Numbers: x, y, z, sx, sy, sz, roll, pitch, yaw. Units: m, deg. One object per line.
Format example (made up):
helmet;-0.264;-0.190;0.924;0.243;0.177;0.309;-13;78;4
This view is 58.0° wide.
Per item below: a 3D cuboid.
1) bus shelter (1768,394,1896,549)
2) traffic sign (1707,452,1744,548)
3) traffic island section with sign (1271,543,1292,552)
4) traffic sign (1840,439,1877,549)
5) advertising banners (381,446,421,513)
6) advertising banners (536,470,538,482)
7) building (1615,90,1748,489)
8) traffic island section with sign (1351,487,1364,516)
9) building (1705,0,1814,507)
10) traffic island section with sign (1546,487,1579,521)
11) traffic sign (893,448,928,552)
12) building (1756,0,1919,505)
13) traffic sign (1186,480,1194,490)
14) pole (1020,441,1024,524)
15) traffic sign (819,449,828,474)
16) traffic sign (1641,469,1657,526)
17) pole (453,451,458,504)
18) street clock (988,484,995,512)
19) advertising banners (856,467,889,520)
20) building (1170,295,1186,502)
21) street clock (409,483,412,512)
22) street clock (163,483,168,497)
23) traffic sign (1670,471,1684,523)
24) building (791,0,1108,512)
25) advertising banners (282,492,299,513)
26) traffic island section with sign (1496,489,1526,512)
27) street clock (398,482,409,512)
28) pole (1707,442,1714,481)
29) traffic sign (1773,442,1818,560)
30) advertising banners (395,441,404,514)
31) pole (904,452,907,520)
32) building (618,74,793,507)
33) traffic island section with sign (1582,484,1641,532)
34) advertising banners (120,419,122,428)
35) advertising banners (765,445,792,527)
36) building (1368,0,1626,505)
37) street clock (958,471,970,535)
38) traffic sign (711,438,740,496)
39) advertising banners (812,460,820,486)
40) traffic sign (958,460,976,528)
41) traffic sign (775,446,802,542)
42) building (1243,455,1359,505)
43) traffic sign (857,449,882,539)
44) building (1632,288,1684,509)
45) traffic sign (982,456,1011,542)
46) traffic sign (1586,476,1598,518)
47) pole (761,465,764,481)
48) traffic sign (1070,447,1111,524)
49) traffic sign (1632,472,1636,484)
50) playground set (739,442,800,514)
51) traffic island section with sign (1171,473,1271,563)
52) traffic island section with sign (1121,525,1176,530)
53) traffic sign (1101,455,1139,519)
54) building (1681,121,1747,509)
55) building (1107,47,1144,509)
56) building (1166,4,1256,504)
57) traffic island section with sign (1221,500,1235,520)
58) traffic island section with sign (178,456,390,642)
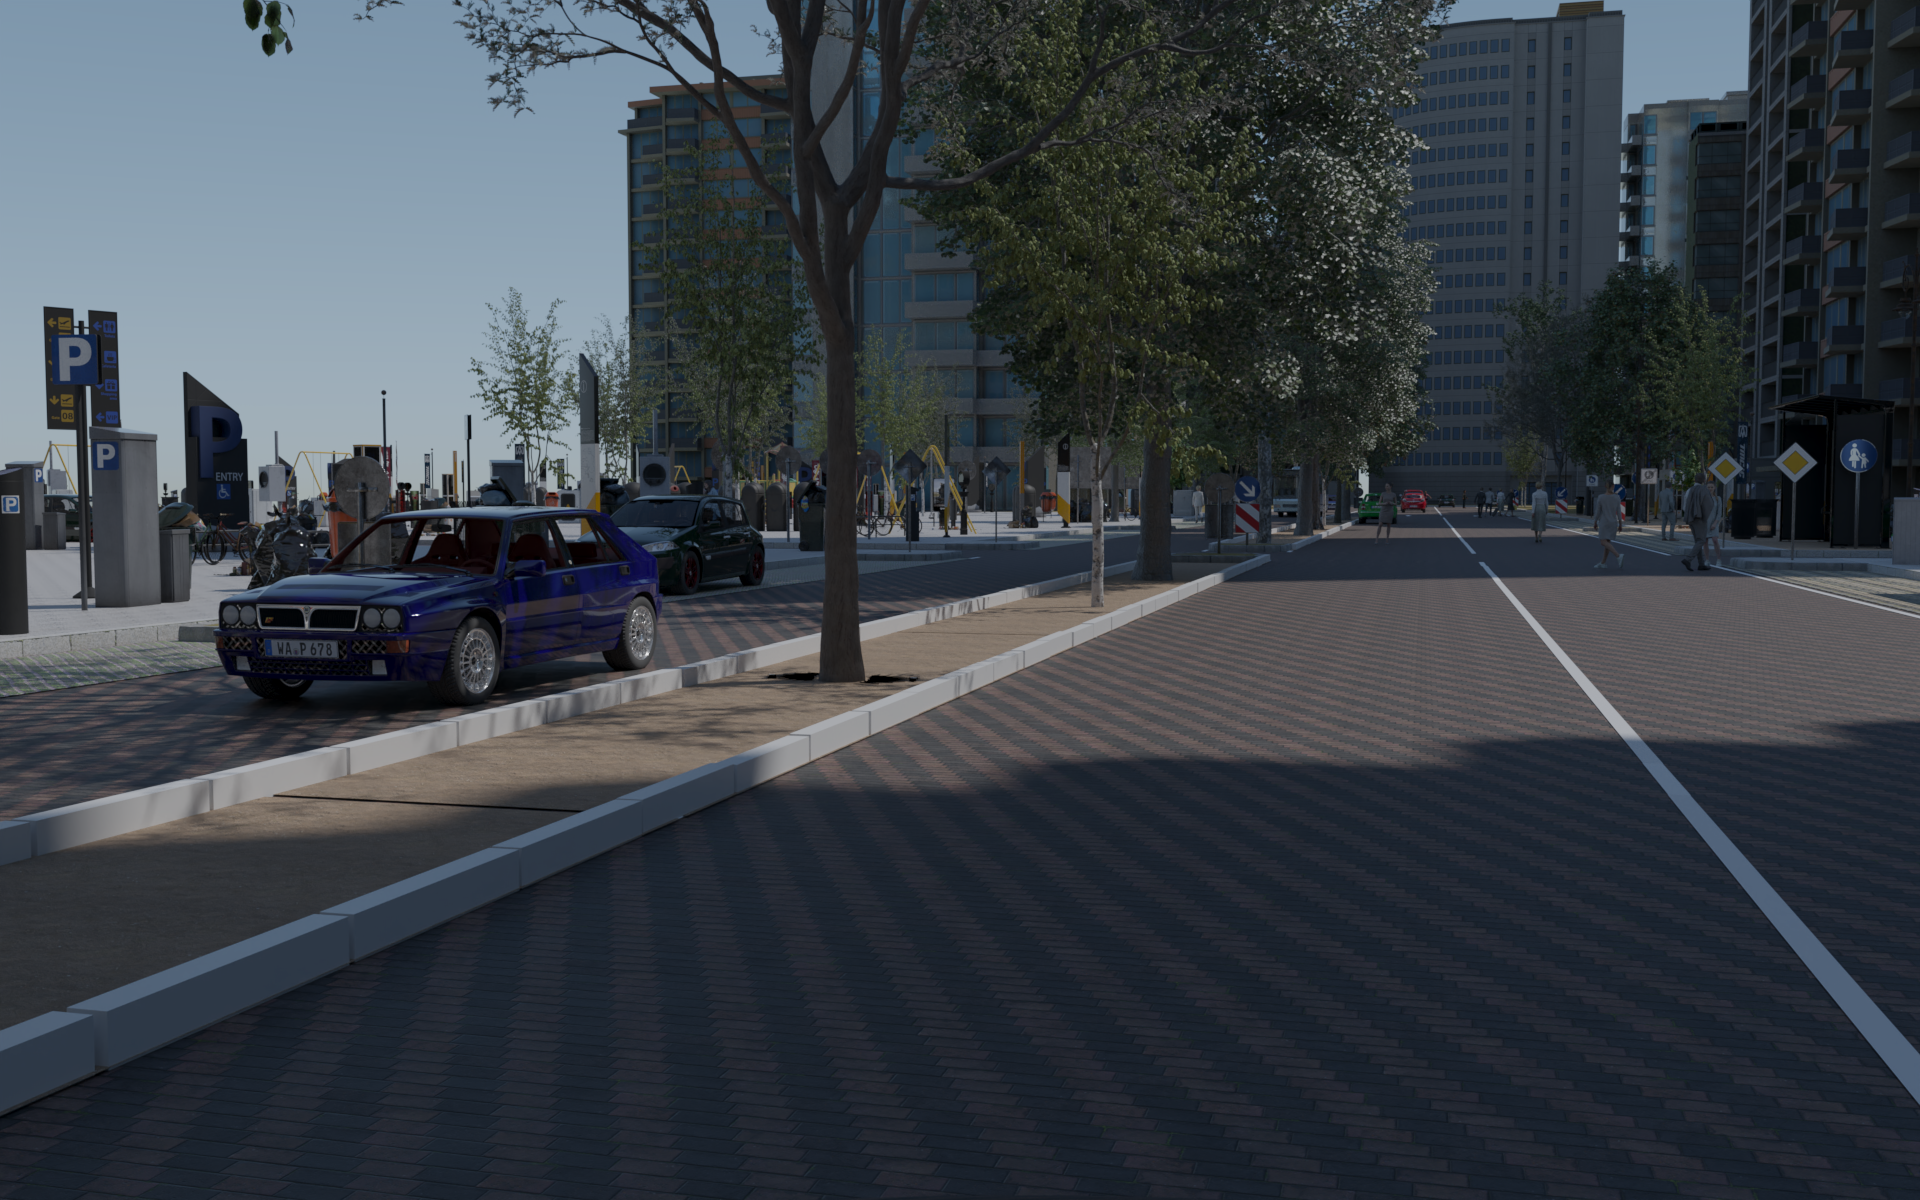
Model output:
bus shelter;21.860;-3.204;43.676;1.731;3.624;6.357;1;4;15
traffic sign;18.196;-2.299;41.226;0.795;2.450;0.064;1;4;15
traffic island section with sign;7.342;-2.184;43.847;2.006;1.907;1.989;1;4;15
traffic sign;20.910;-2.462;40.353;0.768;2.556;0.104;1;4;23
advertising banners;-20.732;-4.160;64.208;0.090;3.025;2.074;2;4;24
advertising banners;-29.266;-7.596;120.378;0.090;3.025;2.074;-2;4;-23
building;94.069;-35.991;208.064;30.456;49.044;23.786;1;4;15
traffic island section with sign;26.758;-6.624;116.444;2.006;1.907;1.989;1;4;15
building;63.853;-41.515;117.023;20.563;71.187;20.611;1;4;15
traffic island section with sign;31.922;-5.126;92.439;1.989;1.847;2.006;1;4;15
traffic sign;-1.103;-2.109;38.127;0.795;2.450;0.064;1;4;15
building;57.599;-26.814;93.037;22.147;44.769;28.867;1;4;15
traffic sign;15.877;-7.297;119.306;0.884;2.594;0.081;1;4;17
pole;2.398;-4.476;67.028;0.158;3.312;0.155;0;3;0
traffic sign;-3.516;-2.886;47.299;0.768;2.556;0.104;1;4;22
traffic sign;27.792;-4.146;69.910;0.606;2.300;0.079;1;4;16
pole;-23.710;-5.354;81.375;0.158;3.312;0.155;0;3;0
street clock;2.230;-7.111;120.827;0.471;2.002;0.358;2;4;26
advertising banners;-4.570;-5.509;86.258;2.074;3.025;0.090;-1;4;-18
building;15.987;-24.941;179.485;14.107;30.474;14.160;1;4;15
street clock;-34.082;-6.258;106.883;0.358;2.002;0.471;3;5;44
street clock;-51.894;-6.642;113.165;0.358;2.002;0.471;-1;4;-18
traffic sign;31.314;-4.498;75.672;0.606;2.300;0.079;2;4;24
building;0.233;-31.784;139.284;23.786;49.044;30.456;1;4;15
advertising banners;-45.238;-7.321;115.884;2.074;3.025;0.090;1;4;10
traffic island section with sign;44.569;-8.018;139.715;1.989;1.847;2.006;1;4;15
street clock;-33.659;-6.103;104.346;0.358;2.002;0.471;1;4;23
pole;29.361;-4.524;67.808;0.158;3.312;0.155;0;3;0
traffic sign;16.131;-1.827;33.511;0.795;2.450;0.064;1;4;15
advertising banners;-18.721;-3.762;57.693;0.090;3.025;2.074;-1;4;-15
pole;-2.679;-5.553;84.630;0.158;3.312;0.155;0;3;0
building;-19.713;-32.380;184.044;28.867;44.769;22.147;1;4;15
traffic island section with sign;24.889;-3.519;66.171;1.989;1.847;2.006;1;4;15
advertising banners;-20.367;-2.765;41.393;0.090;3.025;2.074;-3;5;-44
advertising banners;-6.891;-4.082;62.925;2.074;3.025;0.090;3;4;38
building;65.307;-41.086;213.757;28.212;58.520;21.231;1;4;15
street clock;0.121;-3.045;54.361;0.358;2.002;0.471;-1;4;-23
traffic sign;-5.374;-2.414;39.572;0.768;2.556;0.104;2;4;24
advertising banners;-8.099;-5.658;88.693;2.074;3.025;0.090;0;4;-5
traffic sign;0.241;-3.961;64.862;0.768;2.556;0.104;2;4;25
traffic sign;-4.584;-2.819;46.194;0.768;2.556;0.104;1;4;19
building;43.174;-27.310;218.226;14.107;30.474;14.160;1;4;15
traffic sign;-2.569;-2.985;48.915;0.768;2.556;0.104;1;4;18
building;77.110;-19.019;155.992;27.650;21.520;28.899;1;4;15
traffic sign;0.961;-2.581;45.842;0.795;2.450;0.064;1;4;15
traffic sign;34.346;-5.628;94.146;0.606;2.300;0.079;1;4;20
pole;-14.033;-7.918;123.298;0.158;3.312;0.155;0;3;0
traffic sign;5.406;-4.950;74.799;2.265;3.308;0.079;1;4;17
traffic sign;37.773;-5.890;96.402;0.768;2.556;0.104;1;4;19
playground set;-10.247;-6.747;97.095;5.637;4.214;5.302;2;4;26
traffic island section with sign;5.418;-1.747;36.694;2.006;1.907;1.989;1;4;15
traffic island section with sign;7.629;-3.729;69.593;1.989;1.847;2.006;1;4;15
traffic sign;8.067;-5.766;88.139;2.265;3.308;0.079;1;4;19
building;64.164;-22.288;136.117;14.160;30.474;14.107;1;4;15
building;10.082;-31.176;159.840;14.600;45.320;14.200;1;4;15
building;26.568;-48.026;223.480;20.611;71.187;20.563;1;4;15
traffic island section with sign;14.800;-5.368;96.397;1.989;1.847;2.006;1;4;15
traffic island section with sign;-6.341;-0.535;17.374;1.989;1.847;2.006;1;4;15
